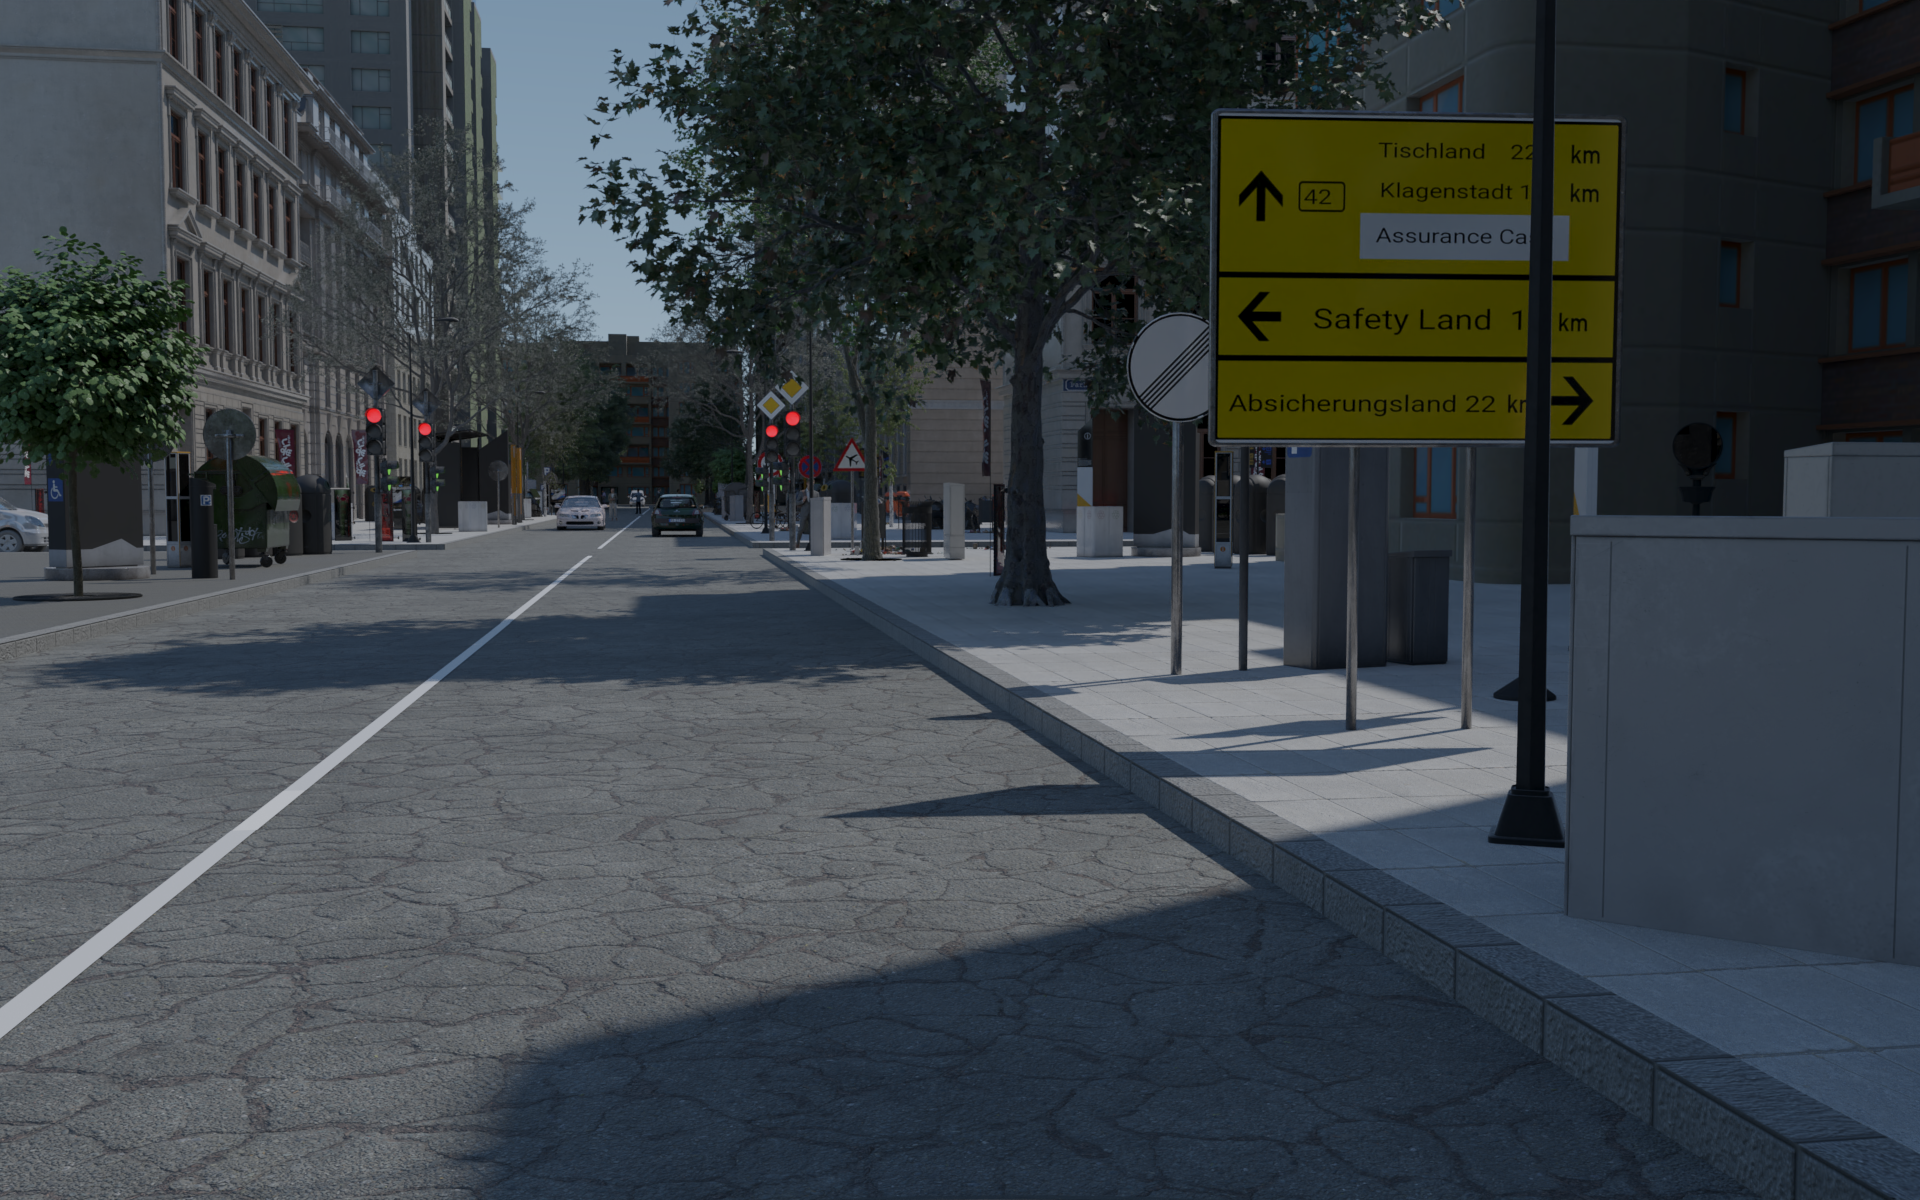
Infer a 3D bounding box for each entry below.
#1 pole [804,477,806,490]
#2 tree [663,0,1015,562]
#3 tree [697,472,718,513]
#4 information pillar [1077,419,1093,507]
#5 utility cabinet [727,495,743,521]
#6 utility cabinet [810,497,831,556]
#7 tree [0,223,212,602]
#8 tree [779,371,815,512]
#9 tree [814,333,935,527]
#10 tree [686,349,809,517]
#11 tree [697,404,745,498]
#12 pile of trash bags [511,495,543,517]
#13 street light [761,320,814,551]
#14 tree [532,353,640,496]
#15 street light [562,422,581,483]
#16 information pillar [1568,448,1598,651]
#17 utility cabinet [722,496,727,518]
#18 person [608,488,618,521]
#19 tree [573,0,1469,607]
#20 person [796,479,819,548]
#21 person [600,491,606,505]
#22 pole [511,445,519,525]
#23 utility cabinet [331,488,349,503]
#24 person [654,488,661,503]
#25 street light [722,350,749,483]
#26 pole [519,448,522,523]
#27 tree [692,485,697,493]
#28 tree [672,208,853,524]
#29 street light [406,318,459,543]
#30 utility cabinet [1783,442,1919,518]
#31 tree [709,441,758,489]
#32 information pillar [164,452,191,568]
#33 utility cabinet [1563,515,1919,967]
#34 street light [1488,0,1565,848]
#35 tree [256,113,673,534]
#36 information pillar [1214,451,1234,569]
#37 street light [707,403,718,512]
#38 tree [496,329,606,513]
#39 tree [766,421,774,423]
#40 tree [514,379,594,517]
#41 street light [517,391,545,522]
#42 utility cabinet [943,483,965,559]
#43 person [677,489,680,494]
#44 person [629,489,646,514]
[{"bbox_3d":[-10.751,-7.735,120.307,0.158,3.312,0.155,0,3,0],"label":"pole"},{"bbox_3d":[-1.874,-6.562,33.040,9.928,11.665,9.643,0,3,0],"label":"tree"},{"bbox_3d":[-16.403,-7.509,117.366,1.663,3.219,1.824,0,3,0],"label":"tree"},{"bbox_3d":[3.875,-3.799,53.464,0.504,3.616,0.183,1,4,22],"label":"information pillar"},{"bbox_3d":[-10.626,-4.353,82.330,0.306,1.237,1.020,1,4,15],"label":"utility cabinet"},{"bbox_3d":[-2.930,-1.541,36.362,0.306,1.237,1.020,0,4,4],"label":"utility cabinet"},{"bbox_3d":[-10.855,-2.300,21.312,4.285,4.588,4.351,0,3,0],"label":"tree"},{"bbox_3d":[-6.860,-8.431,88.216,4.737,8.622,4.395,0,3,0],"label":"tree"},{"bbox_3d":[-2.883,-7.116,66.715,4.737,8.622,4.395,0,3,0],"label":"tree"},{"bbox_3d":[-11.667,-9.906,96.367,7.601,10.594,8.767,-1,4,-11],"label":"tree"},{"bbox_3d":[-19.224,-11.466,137.833,4.360,8.622,3.978,0,3,0],"label":"tree"},{"bbox_3d":[-24.376,-5.256,95.683,1.912,1.369,3.447,0,4,5],"label":"pile of trash bags"},{"bbox_3d":[-3.881,-4.054,38.826,1.470,5.913,1.316,-1,4,-10],"label":"street light"},{"bbox_3d":[-34.705,-15.566,161.158,9.857,13.997,8.962,0,3,0],"label":"tree"},{"bbox_3d":[-25.052,-8.515,111.757,1.470,5.913,1.316,-1,4,-10],"label":"street light"},{"bbox_3d":[5.058,-1.383,13.966,0.183,3.616,0.504,0,4,8],"label":"information pillar"},{"bbox_3d":[-12.068,-4.878,90.913,1.020,1.237,0.306,3,4,38],"label":"utility cabinet"},{"bbox_3d":[-18.803,-5.183,93.796,0.519,1.759,0.362,0,4,-1],"label":"person"},{"bbox_3d":[0.787,-6.282,19.718,9.611,12.733,9.660,0,3,0],"label":"tree"},{"bbox_3d":[-3.809,-2.140,43.456,0.622,1.834,0.822,-2,4,-24],"label":"person"},{"bbox_3d":[-41.375,-11.755,200.559,0.599,1.838,0.709,-2,4,-35],"label":"person"},{"bbox_3d":[-18.521,-4.773,71.889,0.158,3.312,0.155,0,3,0],"label":"pole"},{"bbox_3d":[-22.950,-3.346,63.386,1.173,1.500,0.318,-2,4,-24],"label":"utility cabinet"},{"bbox_3d":[-19.757,-6.448,113.702,0.755,1.850,0.659,-1,4,-10],"label":"person"},{"bbox_3d":[-6.836,-5.105,56.006,1.470,5.913,1.316,-1,4,-10],"label":"street light"},{"bbox_3d":[-19.509,-5.065,76.663,0.158,3.312,0.155,0,3,0],"label":"pole"},{"bbox_3d":[-28.070,-11.716,186.160,1.663,3.219,1.824,0,3,0],"label":"tree"},{"bbox_3d":[-8.842,-9.980,73.535,12.009,13.543,11.850,0,3,0],"label":"tree"},{"bbox_3d":[-13.883,-4.470,45.623,1.470,5.913,1.316,-1,4,-10],"label":"street light"},{"bbox_3d":[4.228,0.061,7.677,1.173,1.500,0.318,-1,4,-14],"label":"utility cabinet"},{"bbox_3d":[-13.430,-7.347,103.833,4.285,4.588,4.351,0,3,0],"label":"tree"},{"bbox_3d":[-13.617,-1.571,30.174,0.304,2.012,0.304,1,4,20],"label":"information pillar"},{"bbox_3d":[2.327,0.374,5.045,1.020,1.237,0.306,3,4,36],"label":"utility cabinet"},{"bbox_3d":[1.583,-2.057,6.179,1.470,5.913,1.316,-1,4,-10],"label":"street light"},{"bbox_3d":[-16.773,-8.862,55.258,12.009,13.543,11.850,0,3,0],"label":"tree"},{"bbox_3d":[4.545,-1.550,29.828,0.304,2.012,0.304,1,4,13],"label":"information pillar"},{"bbox_3d":[-12.216,-7.103,88.667,1.470,5.913,1.316,-1,4,-10],"label":"street light"},{"bbox_3d":[-27.474,-12.220,117.928,7.486,12.596,7.792,0,3,0],"label":"tree"},{"bbox_3d":[-10.518,-9.865,111.662,4.737,8.622,4.395,0,3,0],"label":"tree"},{"bbox_3d":[-23.237,-9.018,97.803,4.360,8.622,3.978,0,3,0],"label":"tree"},{"bbox_3d":[-19.411,-6.466,78.260,1.470,5.913,1.316,-1,4,-10],"label":"street light"},{"bbox_3d":[-0.108,-1.558,34.152,0.318,1.500,1.173,0,4,-6],"label":"utility cabinet"},{"bbox_3d":[-21.857,-7.716,134.660,0.705,1.823,1.348,0,4,2],"label":"person"},{"bbox_3d":[-23.288,-7.147,125.333,1.348,1.826,0.705,-2,4,-35],"label":"person"}]
